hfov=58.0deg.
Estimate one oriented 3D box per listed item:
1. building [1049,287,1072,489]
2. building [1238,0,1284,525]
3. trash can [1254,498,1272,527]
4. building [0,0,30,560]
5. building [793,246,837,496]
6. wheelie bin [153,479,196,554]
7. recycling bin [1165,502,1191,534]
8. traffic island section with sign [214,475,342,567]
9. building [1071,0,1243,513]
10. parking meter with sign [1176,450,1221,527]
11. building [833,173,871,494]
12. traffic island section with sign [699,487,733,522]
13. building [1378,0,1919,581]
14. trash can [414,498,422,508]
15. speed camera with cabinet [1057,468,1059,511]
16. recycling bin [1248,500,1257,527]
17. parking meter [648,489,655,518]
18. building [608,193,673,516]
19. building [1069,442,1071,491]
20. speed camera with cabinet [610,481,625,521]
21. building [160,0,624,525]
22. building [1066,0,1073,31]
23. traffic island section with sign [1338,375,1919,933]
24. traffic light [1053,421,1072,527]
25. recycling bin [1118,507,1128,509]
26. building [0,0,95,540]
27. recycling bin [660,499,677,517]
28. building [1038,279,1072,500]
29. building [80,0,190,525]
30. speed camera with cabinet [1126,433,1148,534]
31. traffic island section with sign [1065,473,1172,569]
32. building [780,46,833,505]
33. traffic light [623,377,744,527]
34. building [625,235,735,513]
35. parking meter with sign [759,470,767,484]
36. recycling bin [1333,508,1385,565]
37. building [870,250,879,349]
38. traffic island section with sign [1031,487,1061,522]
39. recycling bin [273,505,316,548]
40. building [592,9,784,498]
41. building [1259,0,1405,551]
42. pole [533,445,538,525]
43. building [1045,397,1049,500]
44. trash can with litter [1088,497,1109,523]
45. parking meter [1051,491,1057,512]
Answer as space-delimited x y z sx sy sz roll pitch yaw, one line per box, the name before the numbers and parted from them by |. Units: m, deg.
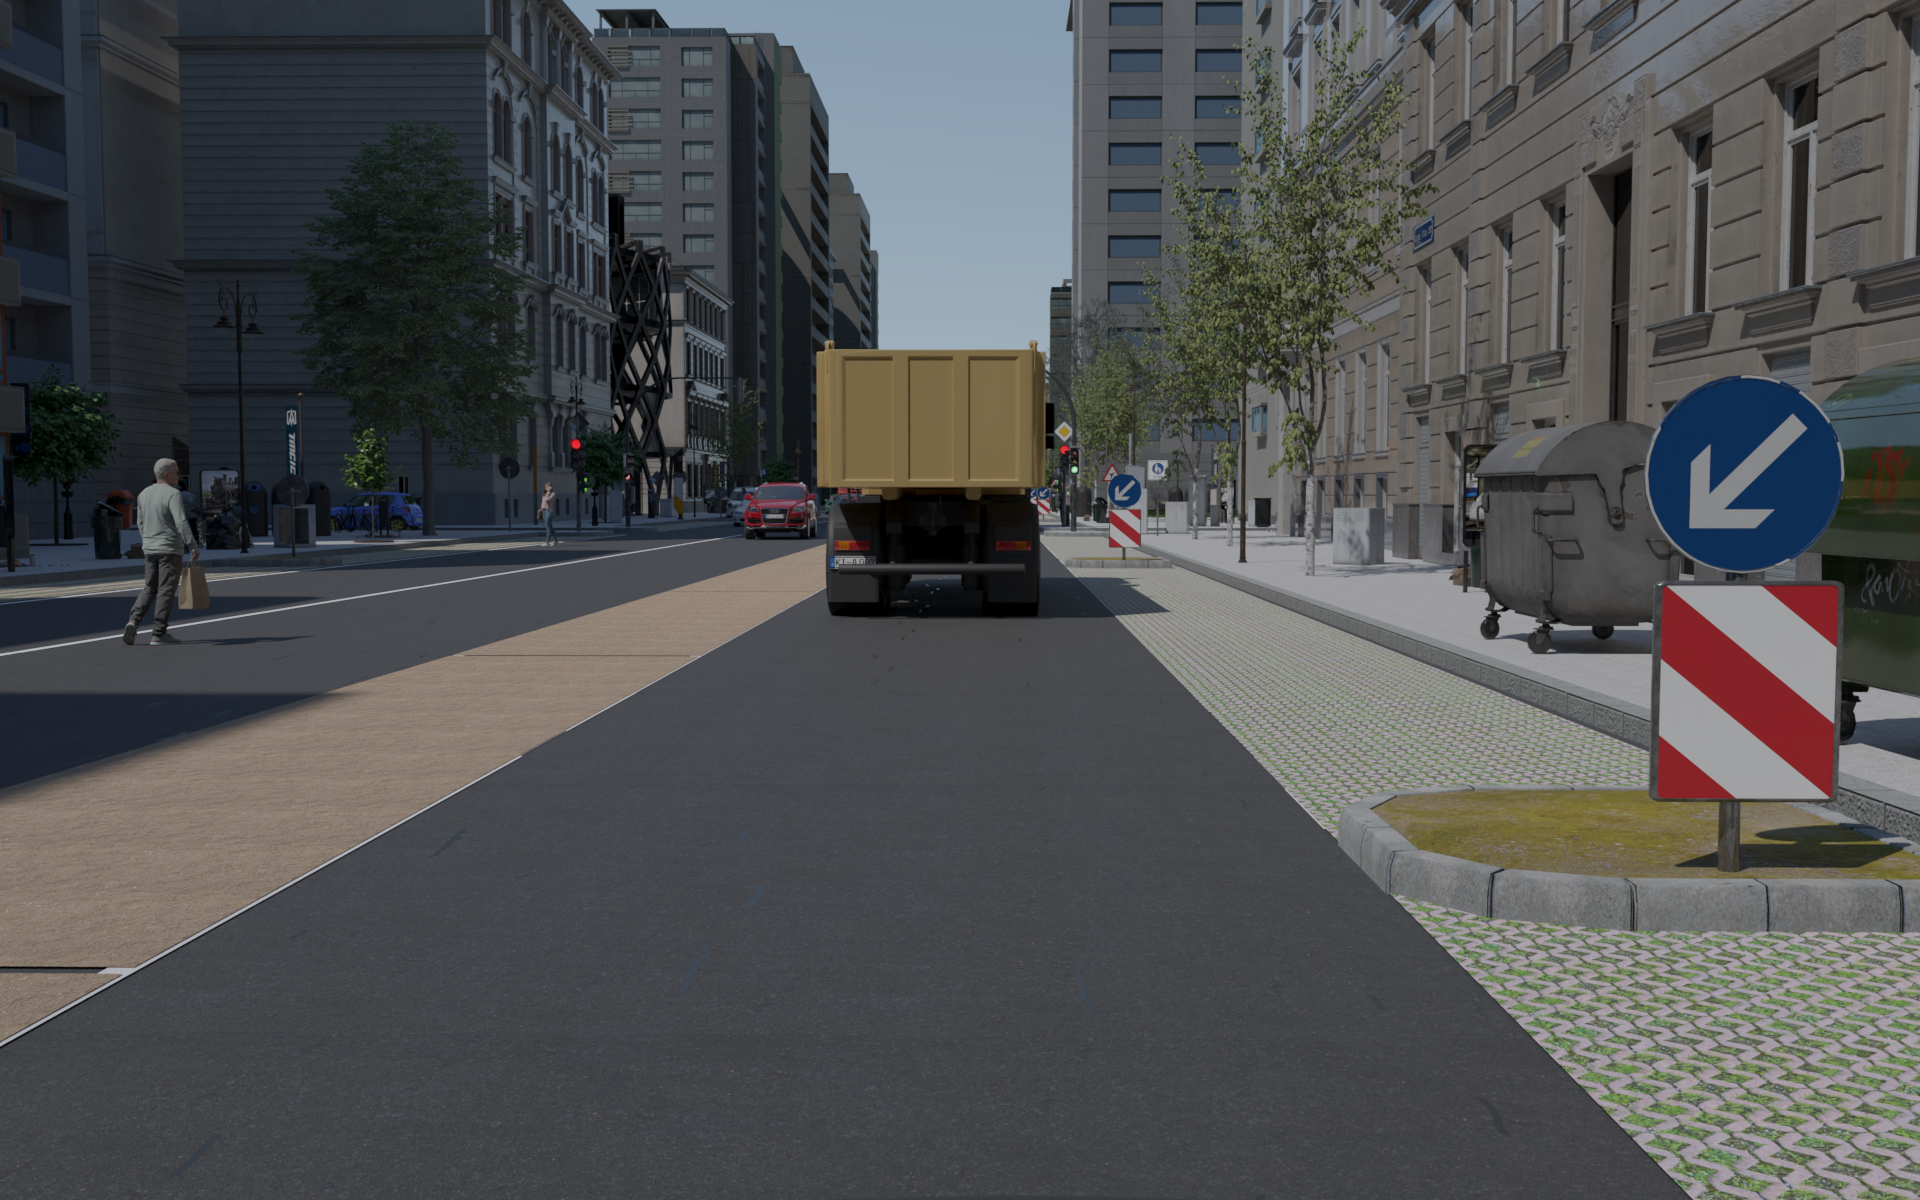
building | 19.408 -28.703 241.002 14.160 30.474 14.107 0 4 1
building | 23.775 -27.743 77.305 21.600 48.544 21.300 0 4 1
trash can | 11.653 -3.365 66.669 0.748 1.137 0.748 0 3 0
building | -32.694 -10.689 19.798 27.650 21.520 28.899 0 4 1
building | -30.459 -33.620 241.565 32.217 40.220 23.993 0 4 1
wheelie bin | -16.777 -1.771 36.864 0.980 1.594 0.693 -1 4 -11
recycling bin | 7.042 -2.654 55.947 0.722 1.027 0.722 1 4 15
traffic island section with sign | -13.575 -1.598 34.757 1.989 1.847 2.006 0 4 1
building | 18.738 -35.768 126.813 21.231 58.520 28.212 0 4 1
parking meter with sign | 9.417 -4.414 68.438 1.738 3.016 0.543 1 4 18
building | -24.998 -39.164 264.026 21.300 48.544 21.600 0 4 1
traffic island section with sign | -12.486 -4.998 90.337 1.989 1.847 2.006 0 4 1
building | 14.210 -13.762 22.275 12.463 27.353 25.104 0 4 1
trash can | -21.594 -3.467 68.334 0.748 1.137 0.748 0 3 0
speed camera with cabinet | 7.319 -8.549 134.110 0.660 3.252 2.038 0 4 -7
recycling bin | 11.888 -3.433 68.680 0.722 1.027 0.722 2 4 32
parking meter | -16.268 -5.069 91.288 0.372 1.533 0.369 0 3 0
building | -25.742 -14.353 102.128 16.820 18.784 16.811 0 4 1
building | 24.467 -54.126 197.629 22.319 86.520 31.000 0 4 1
speed camera with cabinet | -16.269 -5.392 82.497 0.660 3.252 2.038 0 4 -4
building | -25.047 -17.983 81.413 14.401 28.519 23.554 0 4 1
building | 25.157 -35.450 168.841 28.713 52.752 27.495 0 4 1
traffic island section with sign | 2.530 0.126 6.572 1.989 1.847 2.006 0 4 1
traffic light | 4.012 -4.775 66.985 0.839 4.253 0.868 0 4 1
recycling bin | 10.700 -6.076 111.901 0.722 1.027 0.722 -1 4 -21
building | -39.895 -30.810 45.741 28.212 58.520 21.231 0 4 1
recycling bin | -16.162 -5.100 95.939 0.722 1.027 0.722 1 4 14
building | 29.081 -36.522 289.007 32.217 40.220 23.993 0 4 1
building | -44.173 -17.771 76.464 20.117 28.700 13.634 0 4 1
speed camera with cabinet | 5.723 -3.765 55.899 0.660 3.252 2.038 0 4 3
traffic island section with sign | 3.073 -1.556 34.065 1.989 1.847 2.006 0 4 1
building | -26.083 -34.765 192.107 21.300 48.544 21.600 0 4 1
traffic light | -10.803 -5.665 67.295 4.771 5.953 1.251 0 4 1
building | -23.038 -15.997 126.172 10.561 19.102 19.286 0 4 1
parking meter with sign | -13.765 -7.795 123.709 0.543 3.016 1.738 1 4 15
recycling bin | 7.303 -1.172 31.710 0.722 1.027 0.722 3 4 38
building | -20.693 -36.624 282.388 14.154 41.232 14.086 0 4 1
traffic island section with sign | 4.155 -4.902 88.771 1.989 1.847 2.006 0 4 1
recycling bin | -15.995 -1.778 41.622 0.722 1.027 0.722 3 4 36
building | -23.118 -28.482 149.276 14.154 41.232 14.086 0 4 1
building | 16.134 -15.836 44.821 13.634 28.700 20.117 0 4 1
pole | -17.701 -4.792 72.192 0.158 3.312 0.155 0 3 0
building | 26.968 -25.539 262.594 27.650 21.520 28.899 0 4 1
trash can with litter | 6.311 -3.955 76.059 0.624 1.170 1.055 3 5 43
parking meter | 6.687 -7.020 123.194 0.372 1.533 0.369 0 3 0
